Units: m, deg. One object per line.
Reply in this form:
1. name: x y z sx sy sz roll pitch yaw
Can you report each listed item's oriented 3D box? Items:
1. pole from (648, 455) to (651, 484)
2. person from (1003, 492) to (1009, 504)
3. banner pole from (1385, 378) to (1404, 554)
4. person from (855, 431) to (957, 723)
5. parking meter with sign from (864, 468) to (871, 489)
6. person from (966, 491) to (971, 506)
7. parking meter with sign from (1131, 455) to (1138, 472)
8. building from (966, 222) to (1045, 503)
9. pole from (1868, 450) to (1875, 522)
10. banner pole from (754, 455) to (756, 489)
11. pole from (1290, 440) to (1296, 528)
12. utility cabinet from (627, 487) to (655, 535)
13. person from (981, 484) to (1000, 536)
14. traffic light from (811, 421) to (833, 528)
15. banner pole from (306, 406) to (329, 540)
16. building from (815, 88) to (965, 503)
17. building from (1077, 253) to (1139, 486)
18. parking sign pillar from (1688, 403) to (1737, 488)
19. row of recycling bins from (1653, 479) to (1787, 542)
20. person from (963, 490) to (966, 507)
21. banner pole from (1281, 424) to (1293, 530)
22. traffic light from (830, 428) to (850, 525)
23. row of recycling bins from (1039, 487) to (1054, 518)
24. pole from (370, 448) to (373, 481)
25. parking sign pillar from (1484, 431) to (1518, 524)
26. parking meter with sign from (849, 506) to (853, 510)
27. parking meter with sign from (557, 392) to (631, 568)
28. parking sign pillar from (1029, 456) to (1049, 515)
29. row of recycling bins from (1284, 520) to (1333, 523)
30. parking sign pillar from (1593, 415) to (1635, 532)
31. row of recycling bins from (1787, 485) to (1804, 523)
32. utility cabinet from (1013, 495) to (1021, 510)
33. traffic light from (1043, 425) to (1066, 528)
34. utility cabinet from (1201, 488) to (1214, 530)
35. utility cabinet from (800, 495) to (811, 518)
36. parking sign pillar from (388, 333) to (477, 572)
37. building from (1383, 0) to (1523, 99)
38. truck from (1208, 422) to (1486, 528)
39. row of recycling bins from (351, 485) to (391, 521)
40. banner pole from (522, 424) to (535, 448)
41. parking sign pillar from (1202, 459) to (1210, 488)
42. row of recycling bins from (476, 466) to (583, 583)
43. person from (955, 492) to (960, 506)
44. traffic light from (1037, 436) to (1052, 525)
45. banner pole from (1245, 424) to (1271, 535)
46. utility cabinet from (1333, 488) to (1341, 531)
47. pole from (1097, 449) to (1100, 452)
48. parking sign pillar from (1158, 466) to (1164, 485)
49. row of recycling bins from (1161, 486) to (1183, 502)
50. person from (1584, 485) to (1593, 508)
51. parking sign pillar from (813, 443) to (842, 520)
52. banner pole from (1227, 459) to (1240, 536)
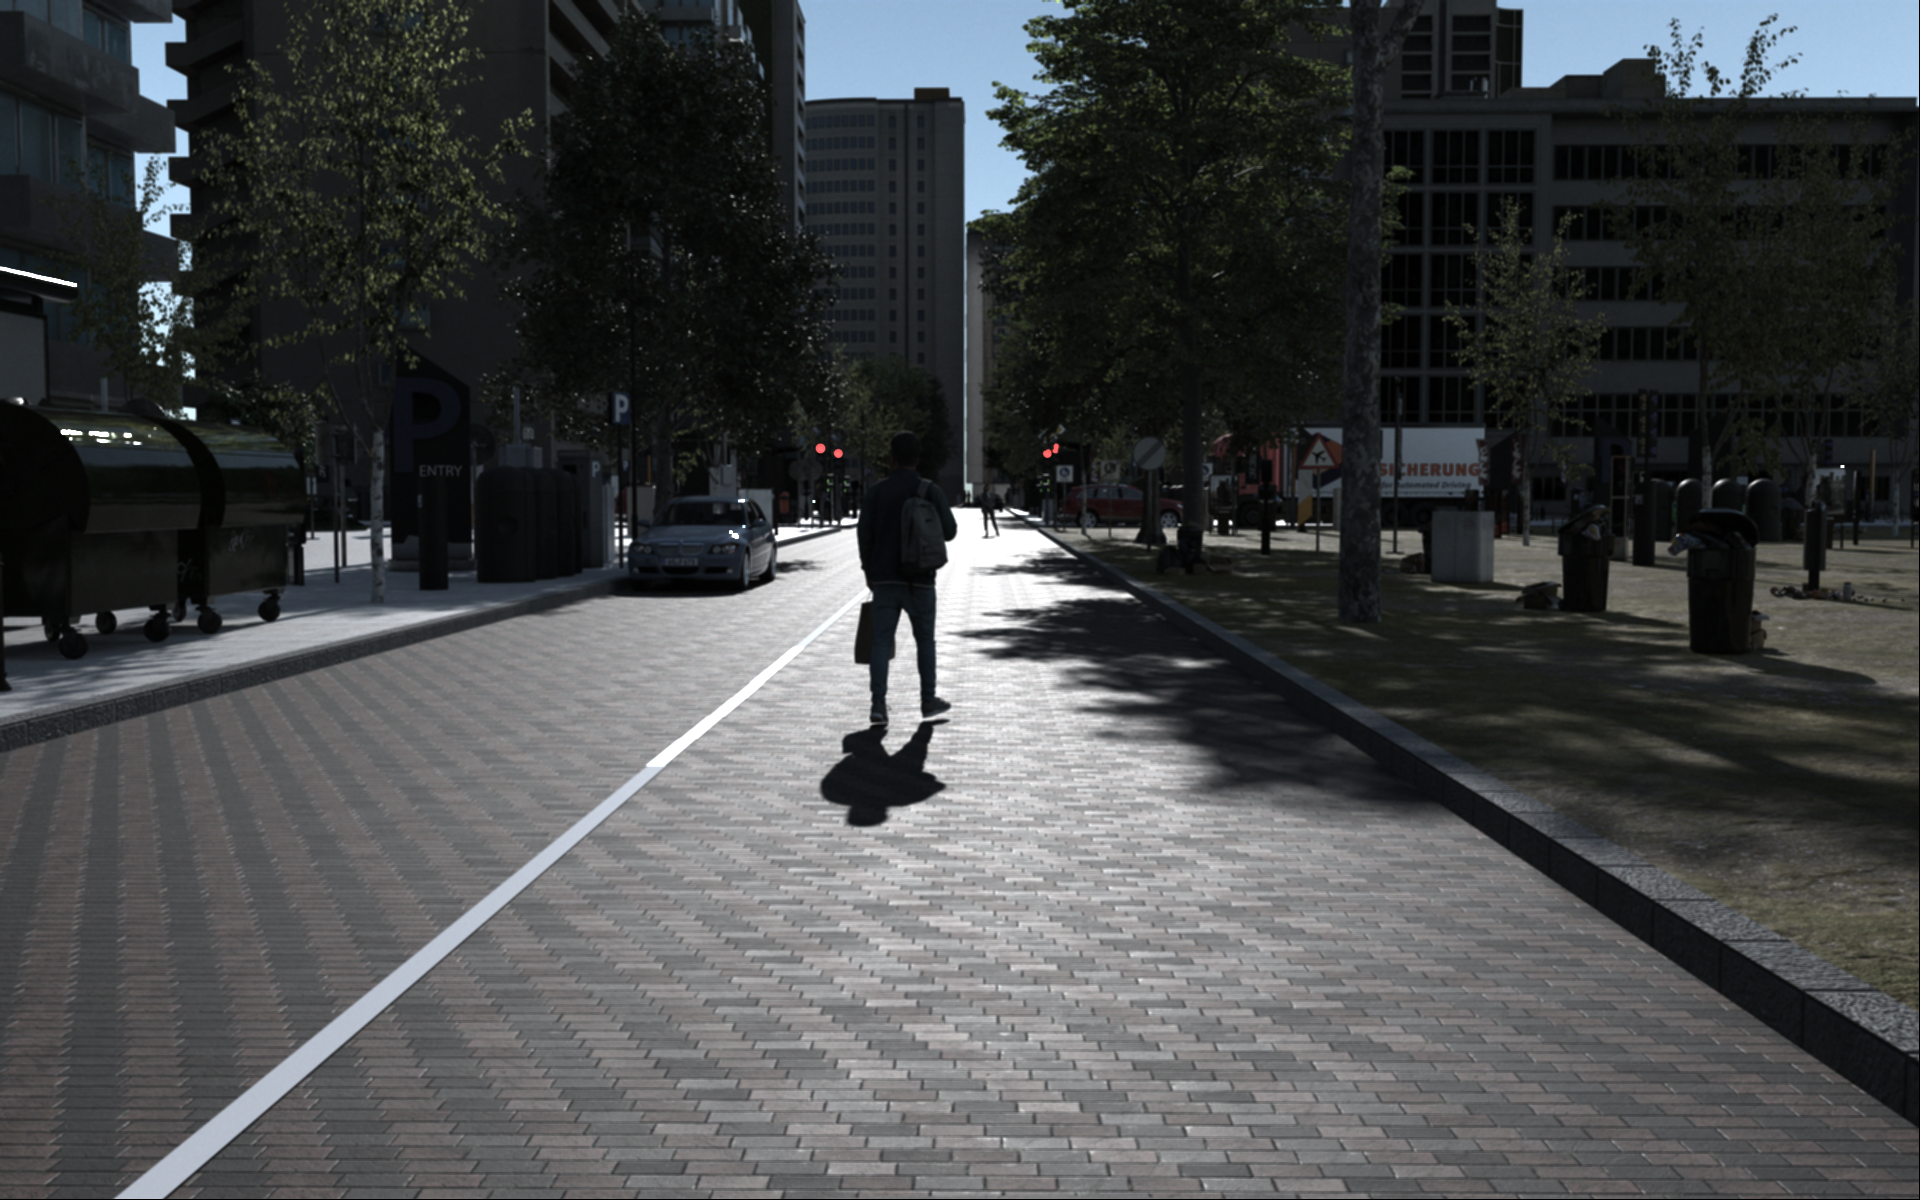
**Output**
1. pole: -16.260 -5.923 90.687 0.158 3.312 0.155 0 3 0
2. person: 6.059 -13.407 228.416 0.721 1.735 1.217 -3 5 -44
3. banner pole: 9.492 -2.905 37.512 0.401 3.779 0.863 2 4 24
4. person: -0.392 -0.144 10.844 0.794 1.824 0.713 2 4 25
5. parking meter with sign: -5.936 -7.422 117.612 0.543 3.016 1.738 1 4 21
6. person: 0.963 -11.769 200.856 0.705 1.831 1.348 -2 4 -35
7. parking meter with sign: 8.122 -4.934 76.924 0.543 3.016 1.738 1 4 22
8. building: 7.825 -34.804 252.637 14.086 41.232 14.154 0 4 1
9. pole: 41.907 -5.245 79.605 0.158 3.312 0.155 0 3 0
10. banner pole: -10.484 -6.139 90.396 0.863 3.779 0.401 0 4 -1
11. pole: 12.549 -4.368 65.255 0.158 3.312 0.155 0 3 0
12. utility cabinet: -9.676 -2.711 53.007 1.173 1.500 0.318 3 4 37
13. person: 1.031 -3.080 59.135 0.520 1.790 0.573 -3 5 -39
14. traffic light: -5.172 -4.643 64.831 0.839 4.253 0.868 0 4 1
15. banner pole: -18.106 -3.597 48.827 0.863 3.779 0.401 1 4 20
16. building: -13.392 -43.578 254.499 28.212 58.520 21.231 0 4 1
17. building: 26.966 -34.773 260.414 23.993 40.220 32.217 0 4 1
18. parking sign pillar: 22.475 -3.871 51.763 1.447 3.967 1.447 -3 5 -41
19. row of recycling bins: 20.440 -2.453 47.213 3.534 1.692 1.069 1 4 16
20. person: 0.528 -11.616 198.058 0.705 1.869 1.348 0 4 1
21. banner pole: 11.808 -4.407 62.063 0.401 3.779 0.863 2 4 26
22. traffic light: -5.068 -5.131 72.816 0.839 4.253 0.868 0 4 1
23. row of recycling bins: 4.846 -5.327 94.208 1.069 1.692 3.534 0 4 6
24. pole: -25.868 -5.049 76.395 0.158 3.312 0.155 0 3 0
25. parking sign pillar: 23.117 -5.227 73.929 1.447 3.967 1.447 2 4 30
26. parking meter with sign: -8.823 -8.561 136.238 0.543 3.016 1.738 -2 4 -35
27. parking meter with sign: -6.609 -2.073 30.152 1.738 3.016 0.543 2 4 23
28. parking sign pillar: 5.024 -7.326 108.244 1.447 3.967 1.447 1 4 15
29. row of recycling bins: 15.962 -4.226 76.201 3.534 1.692 1.069 2 4 31
30. parking sign pillar: 22.401 -4.332 59.303 1.447 3.967 1.447 0 4 -7
31. row of recycling bins: 37.018 -4.257 76.721 1.069 1.692 3.534 -3 4 -37
32. utility cabinet: 4.881 -8.074 143.174 1.020 1.237 0.306 2 4 33
33. traffic light: 3.539 -4.637 64.735 0.839 4.253 0.868 0 4 1
34. utility cabinet: 8.647 -3.182 60.711 0.318 1.500 1.173 0 4 -1
35. utility cabinet: -8.542 -5.074 94.125 1.020 1.237 0.306 1 4 21
36. parking sign pillar: -8.900 -2.486 29.122 1.447 3.967 1.447 -1 4 -14
37. building: 70.790 -49.841 253.145 20.611 71.187 20.563 0 4 1
38. truck: 14.894 -4.890 68.857 11.283 4.237 2.839 0 4 0
39. row of recycling bins: -28.713 -4.689 83.786 3.534 1.692 1.069 2 4 33
40. banner pole: -13.604 -3.921 54.132 0.401 3.779 0.863 3 5 41
41. parking sign pillar: 14.067 -6.659 97.353 1.447 3.967 1.447 3 5 43
42. row of recycling bins: -6.550 -1.196 26.665 1.069 1.692 3.534 0 4 2
43. person: -0.214 -12.394 211.805 0.621 1.740 0.551 3 5 40
44. traffic light: 3.643 -5.125 72.719 0.839 4.253 0.868 0 4 1
45. banner pole: 9.264 -3.907 53.895 0.863 3.779 0.401 2 4 25
46. utility cabinet: 13.469 -3.127 59.804 1.173 1.500 0.318 -1 4 -15
47. pole: 6.168 -5.137 77.832 0.158 3.312 0.155 0 3 0
48. parking sign pillar: 15.418 -8.938 134.614 1.447 3.967 1.447 -1 4 -19
49. row of recycling bins: 10.684 -5.000 88.866 3.534 1.692 1.069 3 5 44
50. person: 24.548 -3.579 67.008 0.794 1.824 0.713 -3 4 -38
51. parking sign pillar: -6.715 -6.067 87.668 1.447 3.967 1.447 0 4 5
52. banner pole: 8.286 -3.826 52.576 0.401 3.779 0.863 1 4 17
